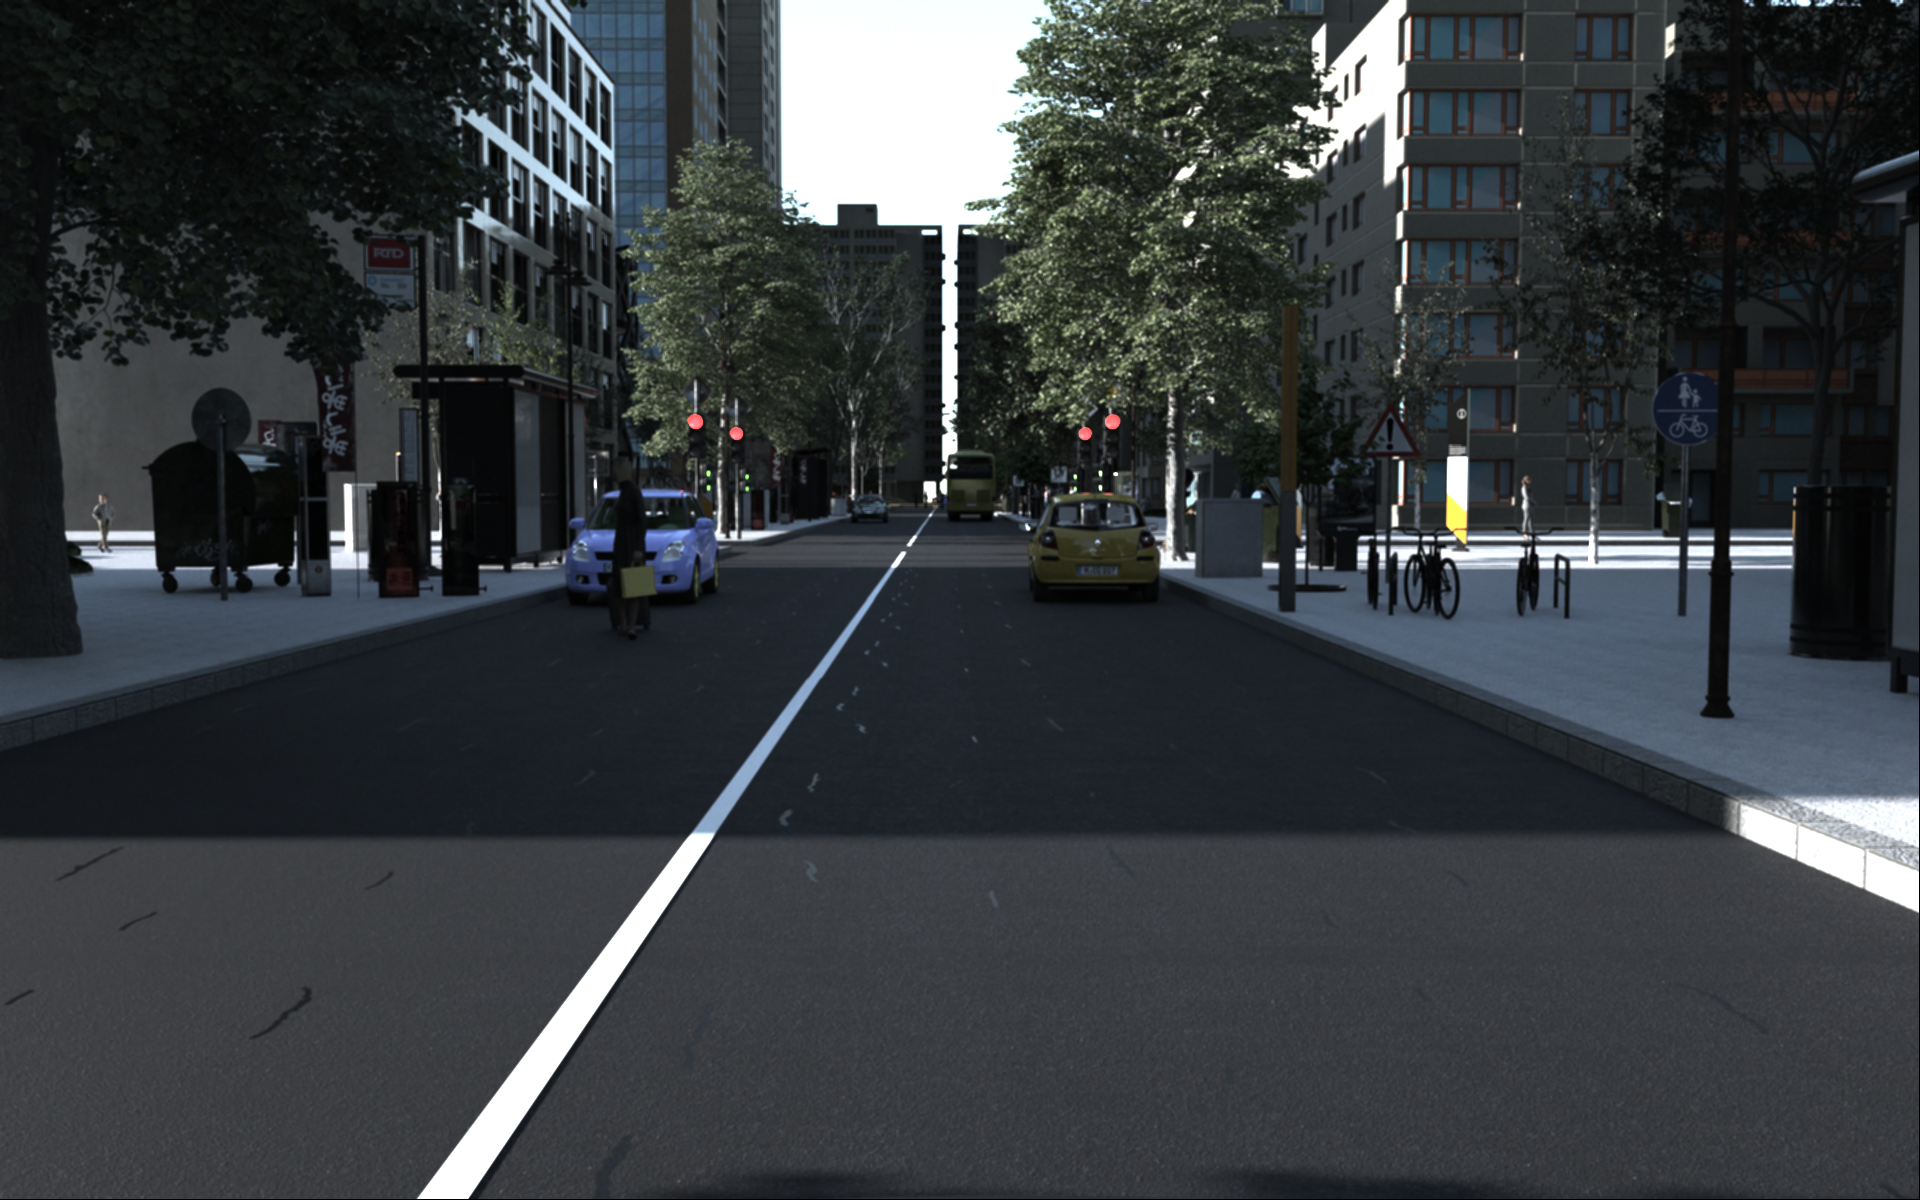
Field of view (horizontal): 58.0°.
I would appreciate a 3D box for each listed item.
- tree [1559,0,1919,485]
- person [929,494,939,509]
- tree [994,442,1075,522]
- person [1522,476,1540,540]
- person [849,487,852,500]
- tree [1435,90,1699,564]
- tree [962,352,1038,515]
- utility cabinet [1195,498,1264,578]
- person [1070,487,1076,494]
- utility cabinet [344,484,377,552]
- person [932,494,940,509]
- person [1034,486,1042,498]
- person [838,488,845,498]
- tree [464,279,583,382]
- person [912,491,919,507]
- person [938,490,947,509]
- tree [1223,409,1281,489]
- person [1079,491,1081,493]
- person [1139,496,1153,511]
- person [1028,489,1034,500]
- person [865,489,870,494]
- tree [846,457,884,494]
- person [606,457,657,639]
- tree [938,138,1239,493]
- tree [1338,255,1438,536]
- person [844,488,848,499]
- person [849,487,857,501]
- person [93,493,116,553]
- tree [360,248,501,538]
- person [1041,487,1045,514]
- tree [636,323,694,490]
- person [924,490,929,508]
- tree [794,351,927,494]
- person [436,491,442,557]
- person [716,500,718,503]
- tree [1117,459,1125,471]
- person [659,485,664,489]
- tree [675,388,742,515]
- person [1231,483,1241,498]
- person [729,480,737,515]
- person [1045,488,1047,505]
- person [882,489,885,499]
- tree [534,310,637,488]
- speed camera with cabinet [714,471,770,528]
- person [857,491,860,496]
[{"bbox_3d":[11.954,-5.441,23.375,7.601,10.594,8.767,0,4,6],"label":"tree"},{"bbox_3d":[-2.527,-9.319,164.125,1.065,1.426,0.557,2,4,30],"label":"person"},{"bbox_3d":[3.794,-5.887,79.958,4.285,4.588,4.351,0,3,0],"label":"tree"},{"bbox_3d":[15.960,-2.571,48.354,0.573,1.790,0.520,1,4,10],"label":"person"},{"bbox_3d":[-8.223,-7.694,131.973,0.705,1.807,1.348,2,4,29],"label":"person"},{"bbox_3d":[11.533,-4.959,31.445,4.360,8.622,3.978,0,3,0],"label":"tree"},{"bbox_3d":[3.598,-11.182,108.580,9.928,11.665,9.643,0,3,0],"label":"tree"},{"bbox_3d":[4.145,-0.950,26.700,1.020,1.237,0.306,-1,4,-17],"label":"utility cabinet"},{"bbox_3d":[7.256,-6.497,112.364,0.616,1.811,0.778,3,5,45],"label":"person"},{"bbox_3d":[-13.021,-1.819,38.423,0.318,1.500,1.173,3,5,41],"label":"utility cabinet"},{"bbox_3d":[-2.285,-9.250,162.918,0.628,1.438,0.799,1,4,13],"label":"person"},{"bbox_3d":[3.981,-5.087,89.476,0.793,1.790,0.793,-3,4,-37],"label":"person"},{"bbox_3d":[-10.336,-9.164,155.808,1.348,1.831,0.705,-1,4,-9],"label":"person"},{"bbox_3d":[-14.863,-6.652,59.130,4.737,8.622,4.395,0,3,0],"label":"tree"},{"bbox_3d":[-4.778,-10.831,186.296,0.721,1.735,1.217,3,4,36],"label":"person"},{"bbox_3d":[-1.793,-9.563,164.998,1.348,1.807,0.705,0,3,0],"label":"person"},{"bbox_3d":[11.437,-4.955,64.724,4.285,4.588,4.351,0,3,0],"label":"tree"},{"bbox_3d":[9.235,-7.645,131.771,1.217,1.736,0.721,1,4,22],"label":"person"},{"bbox_3d":[10.863,-5.512,101.666,1.012,1.151,0.738,0,4,4],"label":"person"},{"bbox_3d":[7.889,-11.640,195.985,1.348,1.869,0.705,-2,4,-31],"label":"person"},{"bbox_3d":[-7.824,-8.438,144.717,1.217,1.743,0.721,3,5,44],"label":"person"},{"bbox_3d":[-8.263,-10.269,151.610,4.285,4.588,4.351,0,3,0],"label":"tree"},{"bbox_3d":[-3.337,-0.545,17.622,0.699,1.804,1.509,0,4,-1],"label":"person"},{"bbox_3d":[4.105,-8.444,55.074,9.611,12.733,9.660,0,3,0],"label":"tree"},{"bbox_3d":[13.737,-6.257,52.671,4.360,8.622,3.978,0,3,0],"label":"tree"},{"bbox_3d":[-9.085,-8.046,138.264,0.621,1.740,0.551,-3,5,-40],"label":"person"},{"bbox_3d":[-7.562,-7.119,122.639,0.583,1.804,0.606,0,4,6],"label":"person"},{"bbox_3d":[-18.722,-1.689,37.927,0.640,1.303,0.475,2,4,30],"label":"person"},{"bbox_3d":[-15.195,-6.121,50.438,4.360,8.622,3.978,0,3,0],"label":"tree"},{"bbox_3d":[5.361,-6.538,113.122,0.590,1.801,0.661,1,4,19],"label":"person"},{"bbox_3d":[-13.079,-7.609,74.770,4.360,8.622,3.978,0,3,0],"label":"tree"},{"bbox_3d":[-3.365,-10.057,173.074,0.705,1.807,1.348,1,4,14],"label":"person"},{"bbox_3d":[-7.788,-14.015,139.520,12.009,13.543,11.850,0,3,0],"label":"tree"},{"bbox_3d":[-10.360,-1.761,35.013,0.511,1.800,0.466,2,4,27],"label":"person"},{"bbox_3d":[-10.128,-4.109,73.589,0.716,1.782,0.532,3,5,39],"label":"person"},{"bbox_3d":[8.476,-6.015,92.949,1.663,3.219,1.824,0,3,0],"label":"tree"},{"bbox_3d":[-16.181,-5.340,93.530,0.728,1.800,0.709,-1,4,-20],"label":"person"},{"bbox_3d":[-15.824,-9.817,110.865,4.737,8.622,4.395,0,3,0],"label":"tree"},{"bbox_3d":[11.637,-4.109,73.894,0.598,1.740,0.731,1,4,22],"label":"person"},{"bbox_3d":[-8.483,-3.587,64.879,0.721,1.800,0.419,-3,4,-36],"label":"person"},{"bbox_3d":[5.975,-6.940,119.525,0.388,1.821,0.555,-3,5,-40],"label":"person"},{"bbox_3d":[-7.842,-10.197,173.298,0.750,1.759,0.617,1,4,12],"label":"person"},{"bbox_3d":[-15.320,-7.248,68.864,4.360,8.622,3.978,0,3,0],"label":"tree"},{"bbox_3d":[-8.315,-4.382,65.986,2.038,3.252,0.660,0,4,1],"label":"speed camera with cabinet"},{"bbox_3d":[-8.741,-8.569,146.083,1.348,1.831,0.705,-1,4,-20],"label":"person"}]
